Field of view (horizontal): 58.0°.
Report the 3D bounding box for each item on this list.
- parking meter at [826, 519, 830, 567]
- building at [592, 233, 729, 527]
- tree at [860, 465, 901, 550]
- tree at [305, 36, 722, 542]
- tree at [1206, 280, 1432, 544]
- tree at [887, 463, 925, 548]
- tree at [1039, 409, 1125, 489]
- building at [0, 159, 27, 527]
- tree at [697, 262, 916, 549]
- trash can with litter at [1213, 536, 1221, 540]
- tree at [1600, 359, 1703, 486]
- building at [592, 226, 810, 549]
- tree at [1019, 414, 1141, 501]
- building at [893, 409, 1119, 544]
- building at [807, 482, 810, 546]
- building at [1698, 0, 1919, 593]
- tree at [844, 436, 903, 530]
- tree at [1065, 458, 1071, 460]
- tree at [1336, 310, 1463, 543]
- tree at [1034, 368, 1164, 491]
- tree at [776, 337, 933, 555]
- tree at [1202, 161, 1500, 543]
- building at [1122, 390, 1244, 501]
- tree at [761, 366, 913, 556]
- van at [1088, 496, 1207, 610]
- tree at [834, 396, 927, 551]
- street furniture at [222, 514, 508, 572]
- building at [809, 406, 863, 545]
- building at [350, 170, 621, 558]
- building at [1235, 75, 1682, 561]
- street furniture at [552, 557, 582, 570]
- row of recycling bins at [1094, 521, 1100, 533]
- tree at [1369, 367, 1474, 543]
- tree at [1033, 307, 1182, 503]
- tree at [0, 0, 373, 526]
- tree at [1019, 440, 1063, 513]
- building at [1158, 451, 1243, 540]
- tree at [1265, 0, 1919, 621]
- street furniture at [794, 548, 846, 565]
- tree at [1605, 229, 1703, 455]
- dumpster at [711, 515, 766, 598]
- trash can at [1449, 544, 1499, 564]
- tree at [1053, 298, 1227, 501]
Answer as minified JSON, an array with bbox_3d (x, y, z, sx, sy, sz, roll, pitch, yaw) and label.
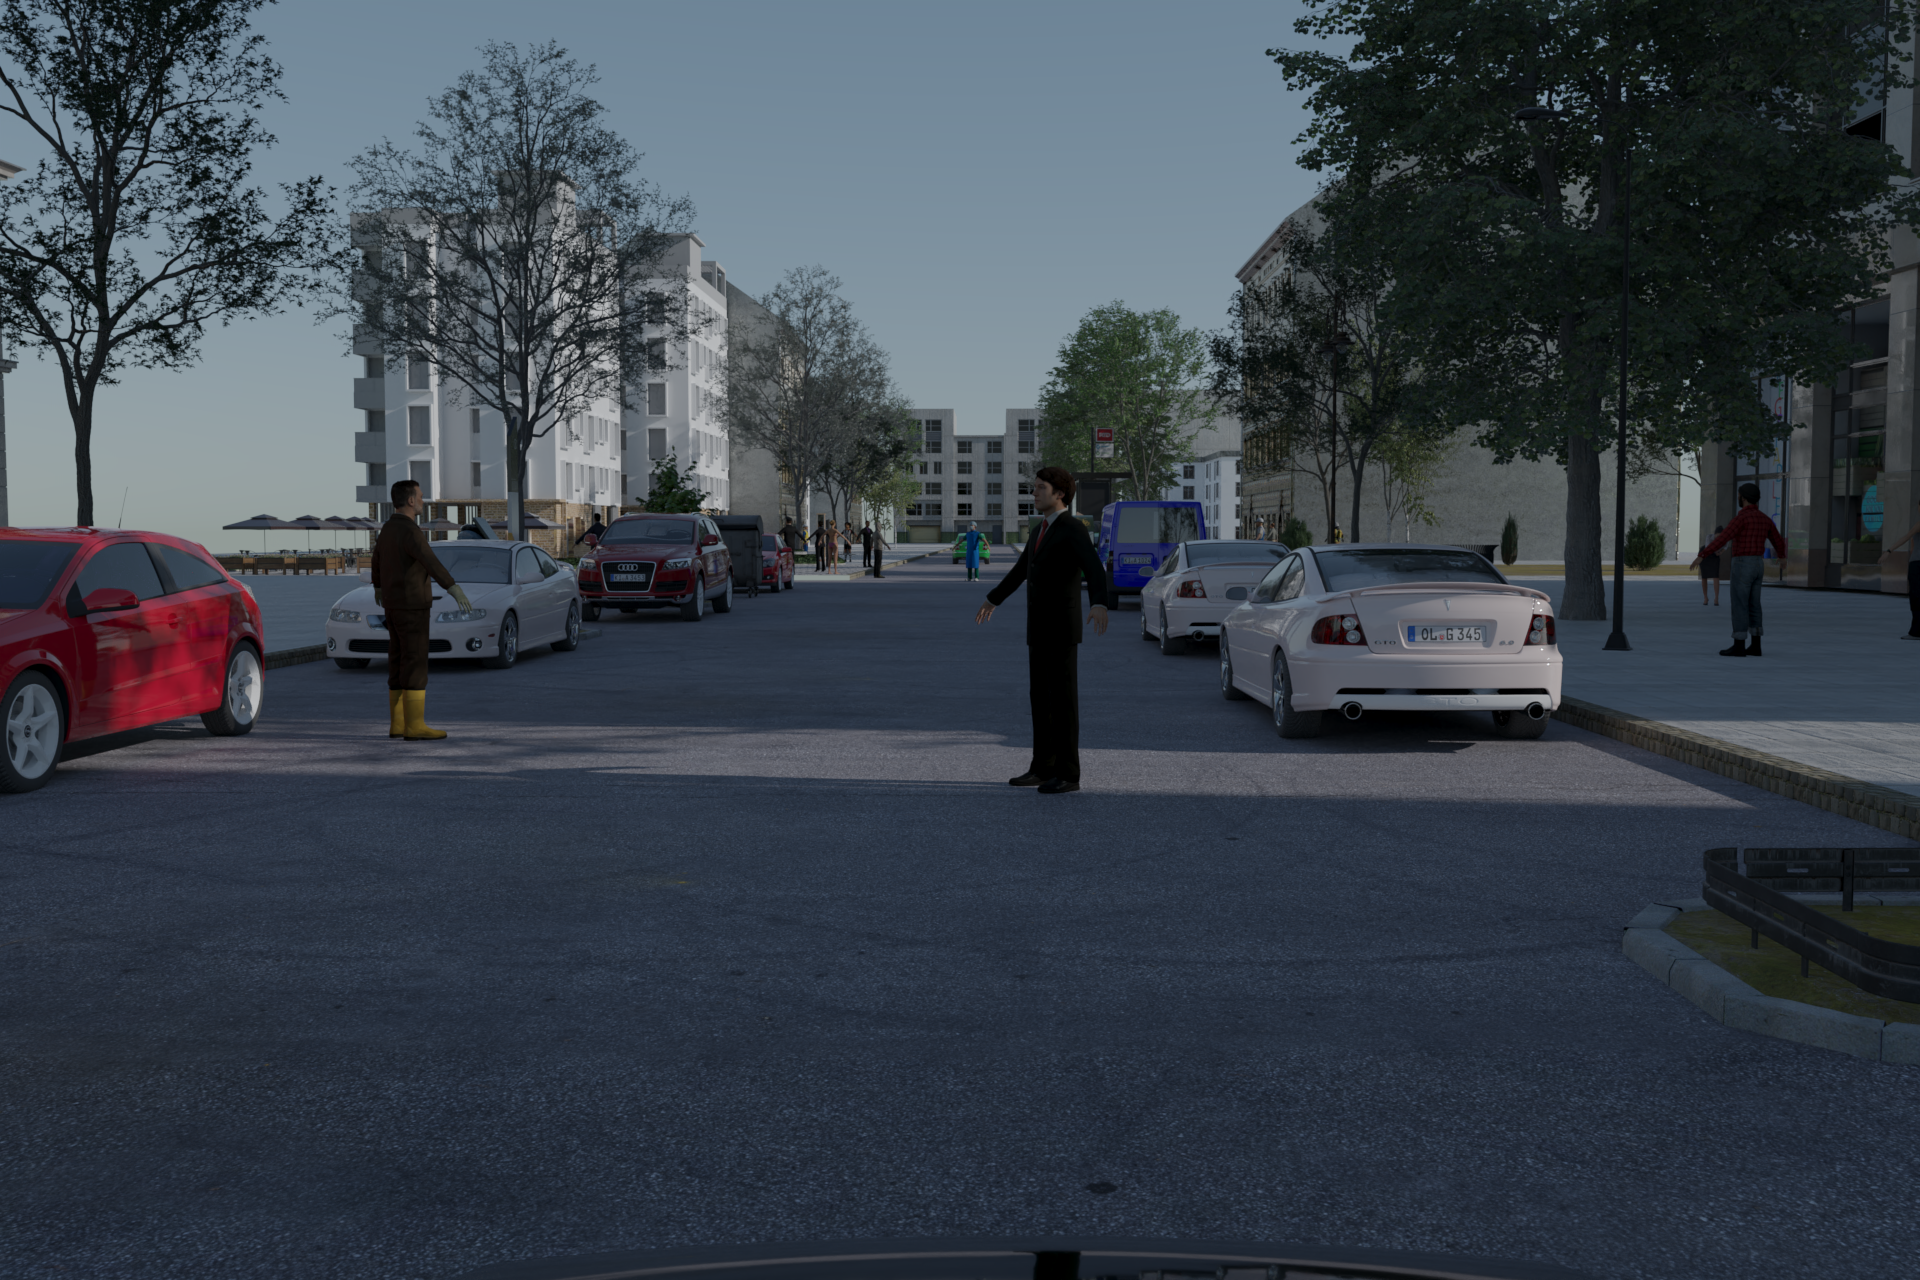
[{"bbox_3d":[-5.285,-3.791,67.700,0.399,1.863,0.255,0,4,2],"label":"parking meter"},{"bbox_3d":[-21.722,-15.524,110.244,16.016,20.090,11.380,0,4,1],"label":"building"},{"bbox_3d":[-6.409,-11.808,143.427,4.737,8.622,4.395,0,3,0],"label":"tree"},{"bbox_3d":[-10.920,-8.103,42.851,12.009,13.543,11.850,0,3,0],"label":"tree"},{"bbox_3d":[13.504,-7.880,63.255,8.767,10.594,7.601,-1,4,-18],"label":"tree"},{"bbox_3d":[-5.555,-12.477,154.365,4.737,8.622,4.395,0,3,0],"label":"tree"},{"bbox_3d":[8.603,-11.312,119.358,7.601,10.594,8.767,-3,5,-39],"label":"tree"},{"bbox_3d":[-31.103,-15.053,33.508,14.401,28.519,23.554,0,4,1],"label":"building"},{"bbox_3d":[-7.239,-10.259,78.097,12.009,13.543,11.850,0,3,0],"label":"tree"},{"bbox_3d":[7.577,-2.479,51.595,1.678,1.210,2.233,0,4,1],"label":"trash can with litter"},{"bbox_3d":[28.996,-8.129,67.315,8.767,10.594,7.601,-2,4,-26],"label":"tree"},{"bbox_3d":[-22.037,-18.485,133.161,19.493,23.208,18.063,0,4,1],"label":"building"},{"bbox_3d":[9.844,-14.095,140.816,12.009,13.543,11.850,0,3,0],"label":"tree"},{"bbox_3d":[6.617,-23.325,250.282,31.486,18.905,16.747,0,4,1],"label":"building"},{"bbox_3d":[-20.089,-14.574,180.434,9.099,9.664,28.070,0,4,1],"label":"building"},{"bbox_3d":[29.599,-15.887,25.981,22.709,31.103,35.509,0,4,1],"label":"building"},{"bbox_3d":[-6.318,-10.433,120.948,4.737,8.622,4.395,0,3,0],"label":"tree"},{"bbox_3d":[8.992,-10.902,128.613,4.737,8.622,4.395,0,3,0],"label":"tree"},{"bbox_3d":[13.909,-6.409,55.147,4.737,8.622,4.395,0,3,0],"label":"tree"},{"bbox_3d":[8.456,-10.921,104.317,9.928,11.665,9.643,0,3,0],"label":"tree"},{"bbox_3d":[-6.935,-12.010,106.728,12.009,13.543,11.850,0,3,0],"label":"tree"},{"bbox_3d":[9.733,-6.648,43.102,8.767,10.594,7.601,2,4,29],"label":"tree"},{"bbox_3d":[30.194,-21.669,220.741,16.747,18.905,31.486,0,4,1],"label":"building"},{"bbox_3d":[-6.725,-9.780,94.318,8.767,10.594,7.601,0,4,-3],"label":"tree"},{"bbox_3d":[3.700,-1.828,34.279,2.240,2.365,5.245,0,4,1],"label":"van"},{"bbox_3d":[-6.307,-12.564,131.170,9.928,11.665,9.643,0,3,0],"label":"tree"},{"bbox_3d":[-26.797,-4.095,71.988,14.083,1.986,27.439,0,4,8],"label":"street furniture"},{"bbox_3d":[-22.249,-23.648,217.571,19.493,23.208,18.063,0,4,1],"label":"building"},{"bbox_3d":[-25.768,-14.377,91.488,16.016,20.090,11.380,0,4,2],"label":"building"},{"bbox_3d":[25.509,-15.960,91.872,19.493,23.208,18.063,0,4,1],"label":"building"},{"bbox_3d":[-11.792,-2.793,61.295,10.072,0.657,5.734,-2,4,-26],"label":"street furniture"},{"bbox_3d":[4.395,-2.936,55.118,1.069,1.692,3.534,0,4,0],"label":"row of recycling bins"},{"bbox_3d":[18.728,-7.494,72.888,4.360,8.622,3.978,0,3,0],"label":"tree"},{"bbox_3d":[7.313,-10.337,87.133,7.486,12.596,7.792,0,3,0],"label":"tree"},{"bbox_3d":[-11.541,-5.364,22.107,8.767,10.594,7.601,1,4,13],"label":"tree"},{"bbox_3d":[9.862,-13.679,158.069,8.767,10.594,7.601,-3,4,-38],"label":"tree"},{"bbox_3d":[27.200,-15.045,188.132,9.099,9.664,28.070,0,4,1],"label":"building"},{"bbox_3d":[9.388,-7.266,25.448,9.857,13.997,8.962,0,3,0],"label":"tree"},{"bbox_3d":[-9.879,-3.499,72.834,10.072,0.657,5.734,-2,4,-25],"label":"street furniture"},{"bbox_3d":[23.852,-7.850,54.101,9.928,11.665,9.643,0,3,0],"label":"tree"},{"bbox_3d":[-5.389,-1.892,39.152,1.865,1.857,1.264,0,4,1],"label":"dumpster"},{"bbox_3d":[6.932,-0.727,23.547,0.748,1.137,0.748,0,3,0],"label":"trash can"},{"bbox_3d":[7.931,-9.175,75.762,9.928,11.665,9.643,0,3,0],"label":"tree"}]
